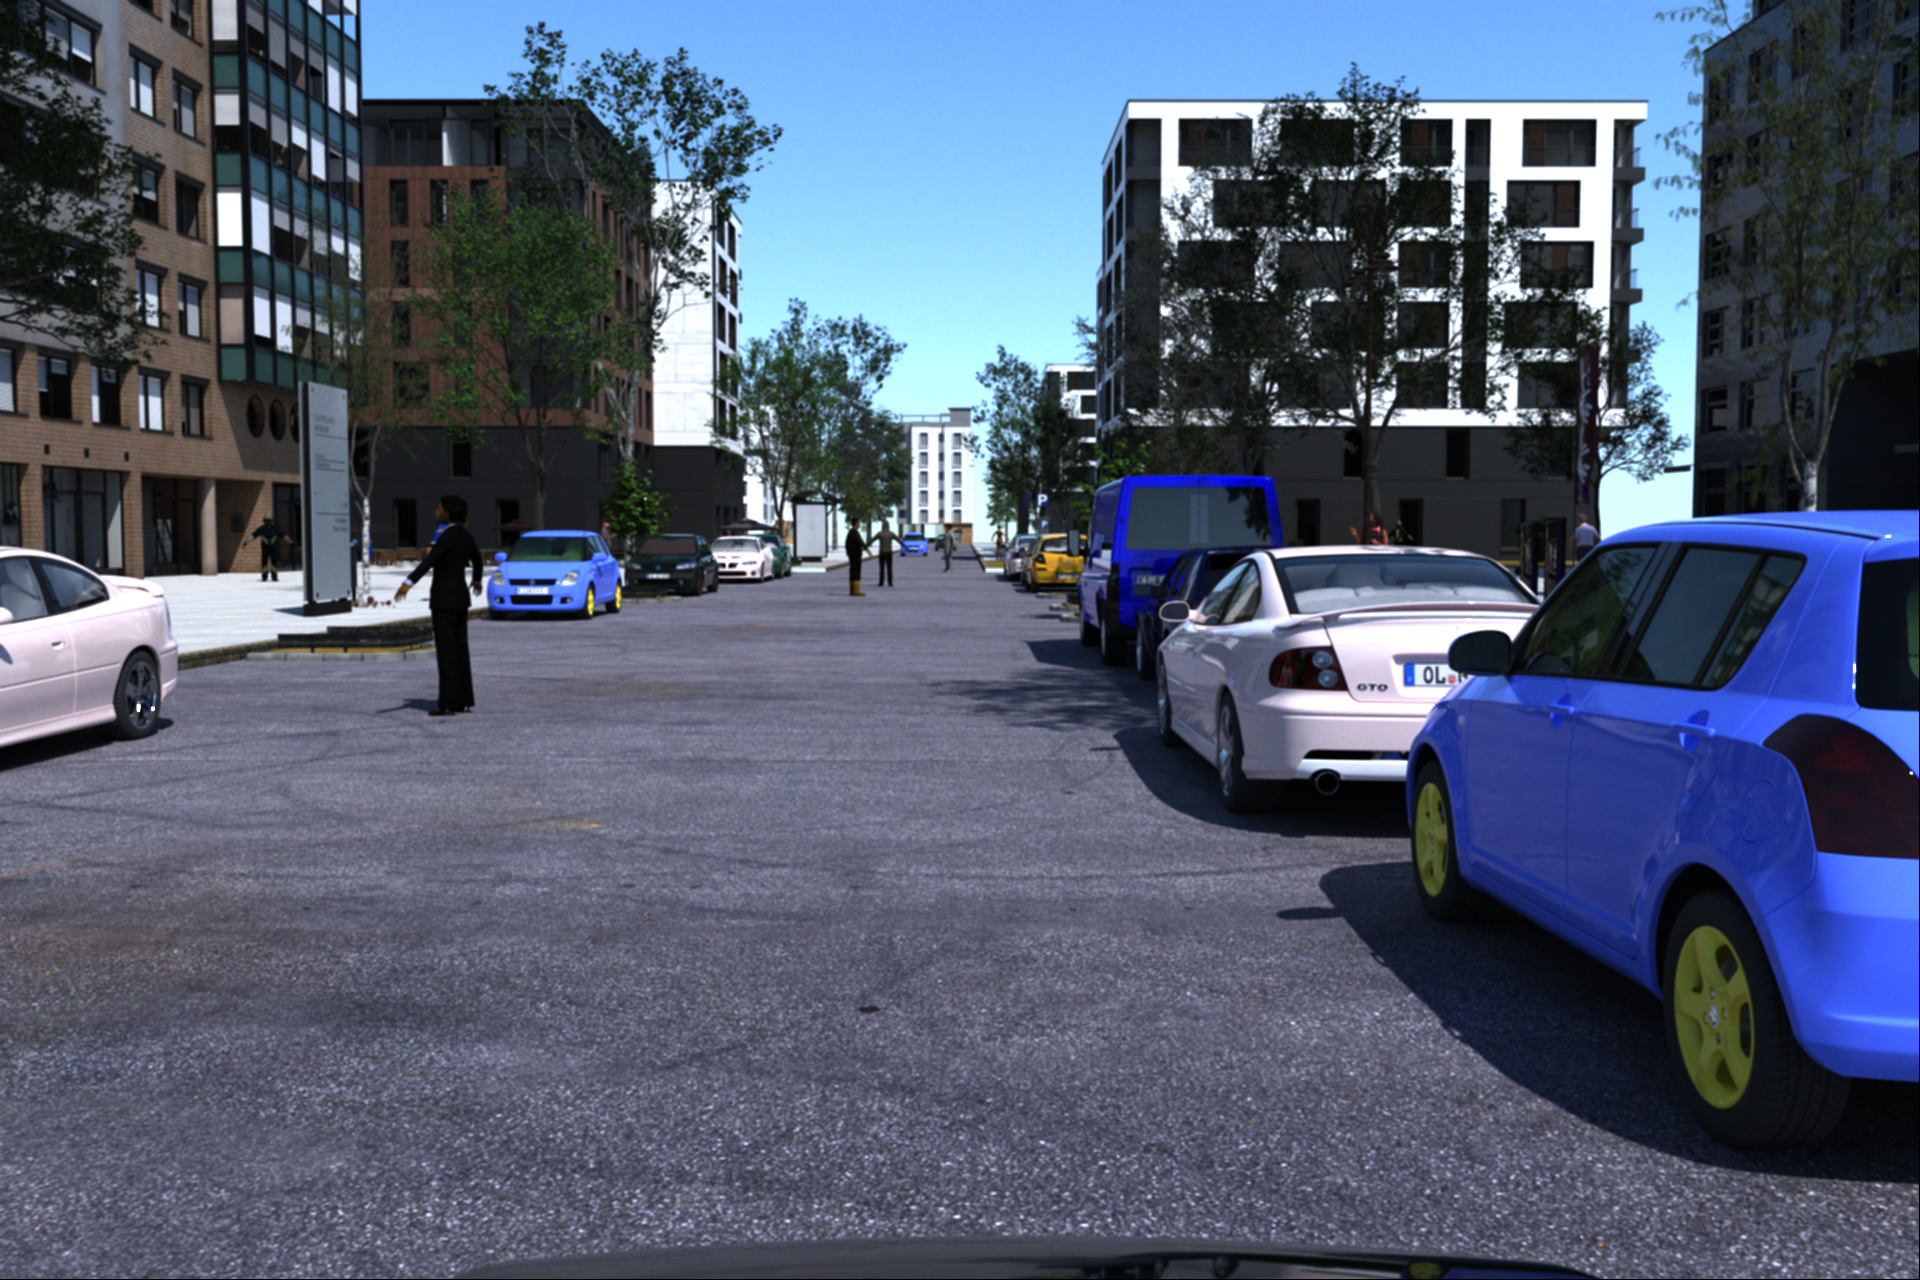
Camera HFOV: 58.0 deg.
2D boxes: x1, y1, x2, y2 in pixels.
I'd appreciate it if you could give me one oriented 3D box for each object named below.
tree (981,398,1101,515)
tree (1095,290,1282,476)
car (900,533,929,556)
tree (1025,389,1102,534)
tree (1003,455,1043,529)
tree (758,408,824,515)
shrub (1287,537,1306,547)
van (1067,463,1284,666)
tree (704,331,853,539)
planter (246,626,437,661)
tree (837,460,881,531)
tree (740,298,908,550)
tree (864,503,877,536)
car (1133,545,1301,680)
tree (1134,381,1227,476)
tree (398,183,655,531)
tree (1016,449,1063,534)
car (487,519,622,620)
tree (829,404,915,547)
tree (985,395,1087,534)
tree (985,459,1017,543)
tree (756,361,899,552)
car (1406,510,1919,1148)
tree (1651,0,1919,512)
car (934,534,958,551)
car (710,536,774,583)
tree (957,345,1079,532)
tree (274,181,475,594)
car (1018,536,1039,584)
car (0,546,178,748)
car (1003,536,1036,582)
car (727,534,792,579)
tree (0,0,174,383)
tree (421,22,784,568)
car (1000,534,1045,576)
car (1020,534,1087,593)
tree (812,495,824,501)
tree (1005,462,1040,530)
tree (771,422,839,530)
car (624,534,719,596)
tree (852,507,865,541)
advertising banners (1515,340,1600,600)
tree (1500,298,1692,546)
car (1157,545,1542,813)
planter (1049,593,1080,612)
[{"bbox_3d":[5.572,-11.317,119.445,8.767,10.594,7.601,0,4,3],"label":"tree"},{"bbox_3d":[8.560,-7.929,64.055,7.601,10.594,8.767,-2,4,-25],"label":"tree"},{"bbox_3d":[-2.987,-6.310,112.754,1.945,1.707,3.694,0,3,0],"label":"car"},{"bbox_3d":[5.284,-8.434,88.255,4.360,8.622,3.978,0,3,0],"label":"tree"},{"bbox_3d":[5.672,-12.276,151.080,4.737,8.622,4.395,0,3,0],"label":"tree"},{"bbox_3d":[-9.416,-9.155,100.051,4.360,8.622,3.978,0,3,0],"label":"tree"},{"bbox_3d":[13.918,-3.718,71.902,1.383,1.207,1.383,0,3,0],"label":"shrub"},{"bbox_3d":[2.479,-0.983,20.453,2.240,2.365,5.245,0,4,-1],"label":"van"},{"bbox_3d":[-9.383,-10.023,89.636,9.928,11.665,9.643,0,3,0],"label":"tree"},{"bbox_3d":[-7.055,0.041,20.470,1.991,0.319,1.994,0,4,0],"label":"planter"},{"bbox_3d":[-9.627,-12.813,159.859,4.737,8.622,4.395,0,3,0],"label":"tree"},{"bbox_3d":[-10.921,-17.328,139.207,12.611,20.169,13.585,0,3,0],"label":"tree"},{"bbox_3d":[-14.328,-19.060,261.996,4.737,8.622,4.395,0,3,0],"label":"tree"},{"bbox_3d":[2.605,-0.201,15.866,1.945,1.354,3.894,0,4,0],"label":"car"},{"bbox_3d":[9.089,-7.615,74.873,4.360,8.622,3.978,0,3,0],"label":"tree"},{"bbox_3d":[-12.678,-7.707,51.758,9.928,11.665,9.643,0,3,0],"label":"tree"},{"bbox_3d":[6.051,-11.796,143.227,4.360,8.622,3.978,0,3,0],"label":"tree"},{"bbox_3d":[-7.009,-1.254,30.091,1.945,1.707,3.694,0,4,0],"label":"car"},{"bbox_3d":[-9.076,-16.185,171.284,9.857,13.997,8.962,0,3,0],"label":"tree"},{"bbox_3d":[5.894,-12.570,131.274,9.928,11.665,9.643,0,3,0],"label":"tree"},{"bbox_3d":[7.338,-20.825,258.616,7.486,12.596,7.792,0,3,0],"label":"tree"},{"bbox_3d":[-9.326,-12.923,121.657,12.009,13.543,11.850,0,3,0],"label":"tree"},{"bbox_3d":[2.585,0.260,5.347,1.945,1.707,3.694,0,4,-1],"label":"car"},{"bbox_3d":[8.675,-4.136,17.978,4.360,8.622,3.978,0,3,0],"label":"tree"},{"bbox_3d":[-1.221,-8.379,148.793,2.131,1.459,4.920,0,3,0],"label":"car"},{"bbox_3d":[-6.658,-2.418,51.899,2.083,1.381,4.827,0,3,0],"label":"car"},{"bbox_3d":[5.920,-19.337,172.053,12.611,20.169,13.585,0,3,0],"label":"tree"},{"bbox_3d":[-12.754,-5.273,36.576,4.360,8.622,3.978,0,3,0],"label":"tree"},{"bbox_3d":[2.649,-2.201,47.995,2.014,1.417,4.499,0,4,-1],"label":"car"},{"bbox_3d":[-6.624,0.098,10.752,2.083,1.381,4.827,0,3,0],"label":"car"},{"bbox_3d":[2.380,-2.514,53.470,2.083,1.381,4.827,0,4,0],"label":"car"},{"bbox_3d":[-6.592,-2.763,56.974,2.131,1.459,4.920,0,3,0],"label":"car"},{"bbox_3d":[-13.109,-5.266,20.509,7.601,10.594,8.767,0,4,-8],"label":"tree"},{"bbox_3d":[-13.380,-12.804,65.235,12.611,20.169,13.585,0,3,0],"label":"tree"},{"bbox_3d":[2.443,-2.852,58.431,2.131,1.459,4.920,0,4,-1],"label":"car"},{"bbox_3d":[2.535,-2.019,43.227,2.015,1.641,3.980,0,4,-1],"label":"car"},{"bbox_3d":[-21.606,-18.925,259.780,4.360,8.622,3.978,0,3,0],"label":"tree"},{"bbox_3d":[5.755,-12.737,158.613,4.360,8.622,3.978,0,3,0],"label":"tree"},{"bbox_3d":[-9.112,-9.628,107.777,4.360,8.622,3.978,0,3,0],"label":"tree"},{"bbox_3d":[-6.824,-1.922,41.204,2.009,1.686,4.222,0,4,0],"label":"car"},{"bbox_3d":[-14.439,-18.673,255.671,4.737,8.622,4.395,0,3,0],"label":"tree"},{"bbox_3d":[5.748,-1.256,16.729,0.090,3.025,2.074,0,4,0],"label":"advertising banners"},{"bbox_3d":[25.011,-8.200,68.480,7.601,10.594,8.767,0,4,7],"label":"tree"},{"bbox_3d":[2.284,0.128,10.272,2.083,1.381,4.827,0,3,0],"label":"car"},{"bbox_3d":[2.703,-0.709,32.734,1.991,0.319,1.994,0,4,-1],"label":"planter"}]
